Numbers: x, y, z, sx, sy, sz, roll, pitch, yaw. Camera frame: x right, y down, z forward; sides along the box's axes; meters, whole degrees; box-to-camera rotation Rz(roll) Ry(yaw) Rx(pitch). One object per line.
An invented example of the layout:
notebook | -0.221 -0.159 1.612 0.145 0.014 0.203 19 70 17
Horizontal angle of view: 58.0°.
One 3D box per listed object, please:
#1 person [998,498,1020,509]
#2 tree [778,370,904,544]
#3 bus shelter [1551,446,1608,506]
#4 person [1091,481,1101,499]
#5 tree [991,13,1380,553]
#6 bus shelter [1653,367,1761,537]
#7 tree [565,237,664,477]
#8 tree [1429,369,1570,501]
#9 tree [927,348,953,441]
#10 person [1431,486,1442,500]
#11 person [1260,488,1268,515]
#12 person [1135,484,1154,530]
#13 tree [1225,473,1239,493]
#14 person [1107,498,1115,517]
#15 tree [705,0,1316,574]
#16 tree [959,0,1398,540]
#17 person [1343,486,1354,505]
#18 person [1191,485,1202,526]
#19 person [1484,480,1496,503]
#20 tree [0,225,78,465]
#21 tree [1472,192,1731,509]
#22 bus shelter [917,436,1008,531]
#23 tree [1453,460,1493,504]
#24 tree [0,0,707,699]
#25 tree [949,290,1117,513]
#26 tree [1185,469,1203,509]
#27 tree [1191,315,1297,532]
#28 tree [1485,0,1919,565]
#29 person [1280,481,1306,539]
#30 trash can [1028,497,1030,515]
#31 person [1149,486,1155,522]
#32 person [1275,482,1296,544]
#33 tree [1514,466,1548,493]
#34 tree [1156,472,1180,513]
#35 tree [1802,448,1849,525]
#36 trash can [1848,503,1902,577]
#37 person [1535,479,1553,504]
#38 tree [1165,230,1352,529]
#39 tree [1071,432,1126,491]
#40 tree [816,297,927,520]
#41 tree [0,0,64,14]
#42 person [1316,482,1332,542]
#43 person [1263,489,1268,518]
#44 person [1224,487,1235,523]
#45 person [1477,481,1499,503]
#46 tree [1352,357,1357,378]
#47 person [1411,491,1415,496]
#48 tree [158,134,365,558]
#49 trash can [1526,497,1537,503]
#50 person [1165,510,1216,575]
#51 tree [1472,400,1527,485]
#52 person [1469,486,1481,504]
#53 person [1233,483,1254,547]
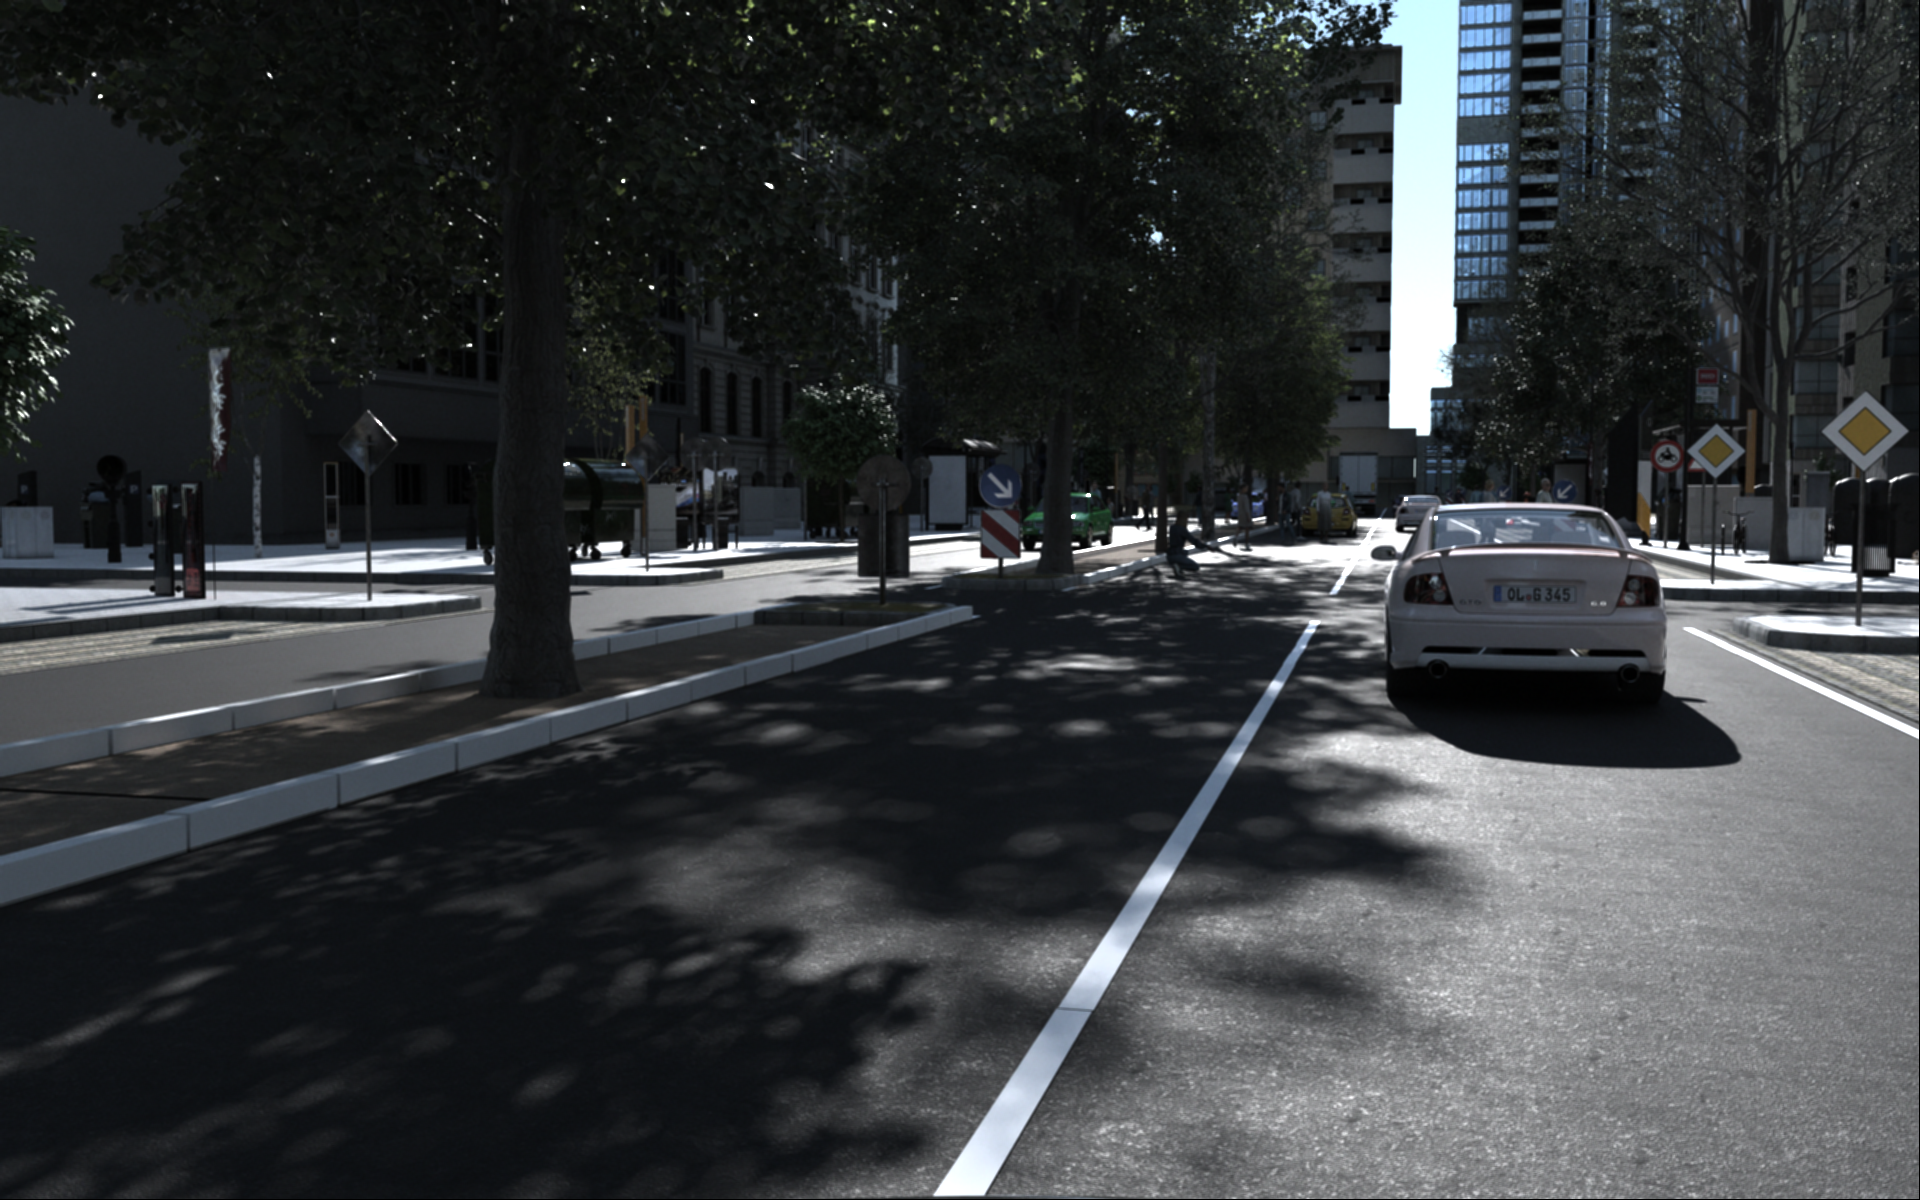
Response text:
person | 1.162 -1.977 41.659 0.563 1.720 0.643 -1 4 -15
tree | -3.112 -3.775 45.438 4.285 4.588 4.351 0 3 0
bus shelter | 26.550 -4.932 74.554 2.014 3.302 5.546 1 4 14
person | 4.294 -2.812 54.338 0.748 1.841 0.638 0 4 -8
tree | 4.964 -7.905 42.069 12.009 13.543 11.850 0 3 0
bus shelter | 22.347 -4.590 52.680 2.179 5.291 8.768 1 4 14
tree | -9.605 -5.862 46.214 4.360 8.622 3.978 0 3 0
tree | 33.161 -10.371 103.986 7.601 10.594 8.767 2 4 33
tree | -1.898 -8.178 84.078 4.360 8.622 3.978 0 3 0
person | 23.790 -4.782 86.677 0.713 1.824 0.794 -2 4 -25
person | 20.599 -6.613 116.614 1.348 1.826 0.705 1 4 12
person | 7.400 -3.719 69.209 0.836 1.842 0.656 -1 4 -15
tree | 25.345 -10.136 160.328 1.663 3.219 1.824 0 3 0
person | 6.678 -3.890 76.787 0.352 1.250 0.332 0 4 1
tree | 1.696 -7.405 30.190 9.857 13.997 8.962 0 3 0
tree | 6.807 -12.017 54.831 12.611 20.169 13.585 0 3 0
person | 19.946 -4.948 89.268 0.638 1.841 0.748 3 5 43
person | 10.801 -4.266 78.227 0.794 1.824 0.713 0 4 -6
person | 13.077 -2.083 42.915 0.624 1.780 0.694 1 4 16
tree | -10.588 -2.052 17.258 4.285 4.588 4.351 0 3 0
tree | 24.506 -9.113 66.010 9.611 12.733 9.660 0 3 0
bus shelter | 0.141 -4.212 62.785 2.014 3.302 5.546 1 4 14
tree | 46.546 -10.588 156.823 4.285 4.588 4.351 0 3 0
tree | -3.067 -6.297 12.064 9.857 13.997 8.962 0 3 0
tree | 3.011 -8.568 74.507 8.767 10.594 7.601 2 4 28
tree | 17.214 -8.150 127.846 1.663 3.219 1.824 0 3 0
tree | 10.472 -6.836 64.589 4.360 8.622 3.978 0 3 0
tree | 14.937 -7.405 31.442 12.009 13.543 11.850 0 3 0
person | 10.589 -2.853 55.000 0.795 1.843 0.661 -1 4 -10
trash can | 3.806 -5.070 94.544 0.748 1.137 0.748 0 3 0
person | 8.875 -4.454 81.527 0.583 1.804 0.606 1 4 11
person | 9.407 -2.532 50.250 0.721 1.781 0.623 -3 5 -41
tree | 30.849 -6.026 93.131 1.663 3.219 1.824 0 3 0
tree | 14.263 -7.613 119.066 1.663 3.219 1.824 0 3 0
tree | 36.408 -4.810 73.250 1.663 3.219 1.824 0 3 0
trash can | 14.238 -0.937 26.978 0.748 1.137 0.748 0 3 0
person | 12.696 -1.762 37.802 0.515 1.767 0.782 3 4 39
tree | 11.691 -9.169 70.499 7.486 12.596 7.792 0 3 0
tree | 7.070 -6.519 90.298 4.285 4.588 4.351 0 3 0
tree | -3.758 -7.037 65.412 4.360 8.622 3.978 0 3 0
tree | -4.928 -5.074 3.547 7.486 12.596 7.792 0 3 0
person | 10.859 -2.628 51.690 0.478 1.798 0.641 1 4 9
person | 18.440 -5.831 104.779 0.436 1.711 0.756 2 4 32
person | 13.184 -4.678 85.237 0.529 1.795 0.600 -3 4 -36
person | 14.411 -2.353 47.308 0.601 1.785 0.444 2 4 24
tree | 14.301 -9.742 79.872 7.486 12.596 7.792 0 3 0
person | 40.774 -8.997 156.310 1.217 1.735 0.721 -3 5 -40
tree | -14.064 -5.158 34.696 4.737 8.622 4.395 0 3 0
trash can | 26.410 -4.156 79.596 0.748 1.137 0.748 0 3 0
person | 3.956 -1.032 30.870 0.738 1.151 1.012 -2 4 -30
tree | 36.579 -10.160 116.477 4.360 8.622 3.978 0 3 0
person | 23.683 -4.335 79.392 0.660 1.820 0.620 -1 4 -15
person | 7.579 -2.268 46.338 0.466 1.731 0.760 2 4 33
